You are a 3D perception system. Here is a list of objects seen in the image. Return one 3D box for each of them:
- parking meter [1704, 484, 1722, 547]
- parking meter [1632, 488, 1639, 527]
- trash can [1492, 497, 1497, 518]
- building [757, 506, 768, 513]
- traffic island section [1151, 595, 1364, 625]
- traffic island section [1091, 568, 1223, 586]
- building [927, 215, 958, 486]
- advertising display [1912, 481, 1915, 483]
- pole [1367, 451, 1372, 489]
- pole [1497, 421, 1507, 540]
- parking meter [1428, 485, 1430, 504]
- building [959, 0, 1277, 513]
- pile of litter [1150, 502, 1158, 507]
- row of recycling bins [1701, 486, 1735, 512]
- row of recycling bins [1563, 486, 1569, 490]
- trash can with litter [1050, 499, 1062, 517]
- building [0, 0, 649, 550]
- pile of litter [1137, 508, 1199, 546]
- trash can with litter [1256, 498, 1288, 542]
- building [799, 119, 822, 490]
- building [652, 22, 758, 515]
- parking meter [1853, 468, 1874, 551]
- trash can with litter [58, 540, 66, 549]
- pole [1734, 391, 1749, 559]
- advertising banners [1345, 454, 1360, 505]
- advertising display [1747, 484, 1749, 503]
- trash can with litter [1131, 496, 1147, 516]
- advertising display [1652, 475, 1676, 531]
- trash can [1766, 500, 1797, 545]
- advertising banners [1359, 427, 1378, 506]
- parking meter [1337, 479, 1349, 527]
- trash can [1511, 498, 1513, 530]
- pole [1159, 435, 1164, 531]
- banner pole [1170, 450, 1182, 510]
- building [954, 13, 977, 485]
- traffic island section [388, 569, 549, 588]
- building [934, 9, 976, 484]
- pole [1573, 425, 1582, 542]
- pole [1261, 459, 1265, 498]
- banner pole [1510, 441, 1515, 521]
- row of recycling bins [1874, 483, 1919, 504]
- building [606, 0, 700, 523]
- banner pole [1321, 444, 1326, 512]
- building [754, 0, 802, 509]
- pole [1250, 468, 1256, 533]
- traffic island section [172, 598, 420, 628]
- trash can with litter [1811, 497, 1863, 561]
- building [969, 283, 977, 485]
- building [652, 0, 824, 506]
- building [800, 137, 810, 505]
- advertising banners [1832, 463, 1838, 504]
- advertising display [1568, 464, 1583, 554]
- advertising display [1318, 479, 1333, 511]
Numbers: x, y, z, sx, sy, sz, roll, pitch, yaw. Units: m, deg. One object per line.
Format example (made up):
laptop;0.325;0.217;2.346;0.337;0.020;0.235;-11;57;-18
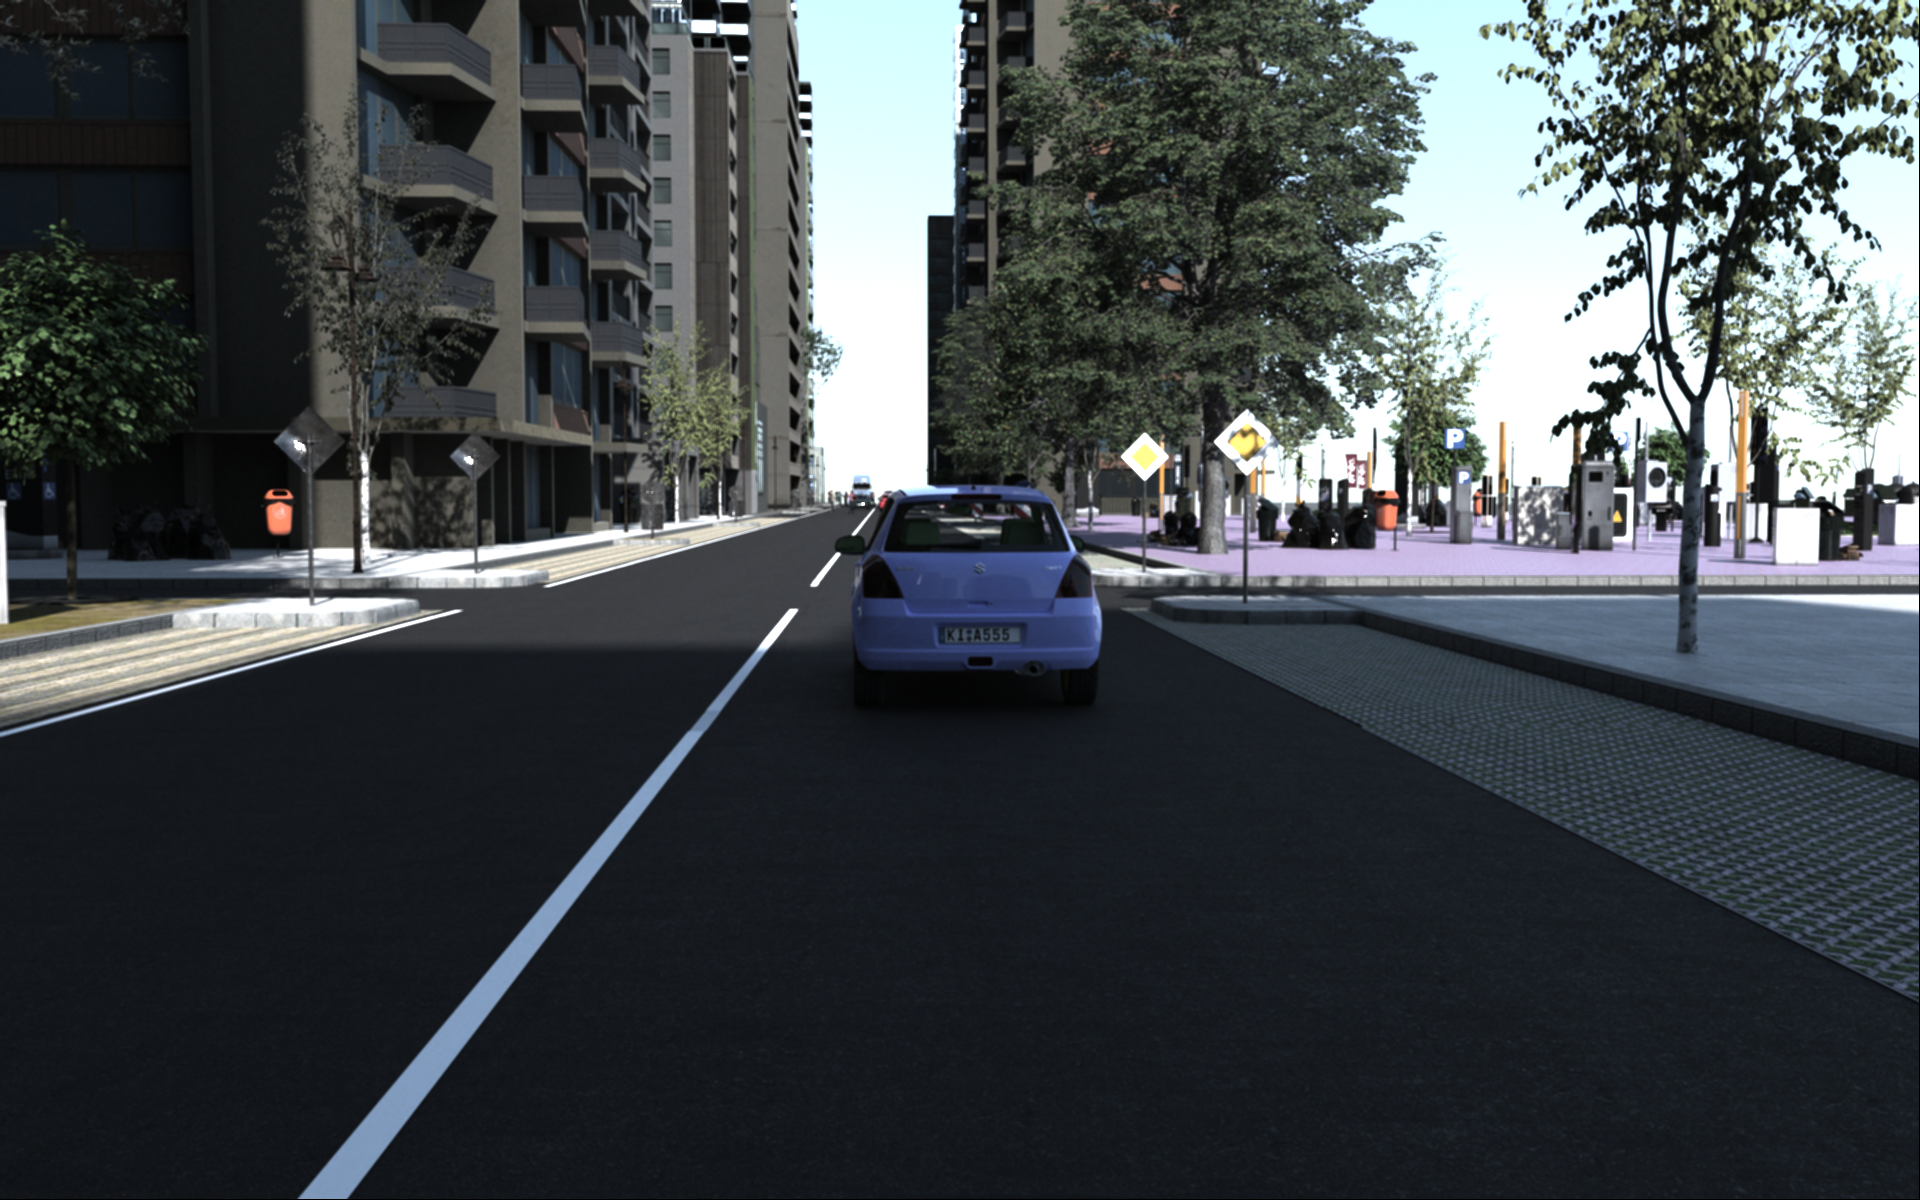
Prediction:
parking meter;18.412;-2.076;42.347;0.372;1.533;0.369;0;3;0
parking meter;26.315;-3.621;67.606;0.372;1.533;0.369;0;3;0
trash can;28.693;-5.020;93.738;0.748;1.137;0.748;0;3;0
building;-25.711;-50.064;131.224;22.319;86.520;31.000;0;4;-2
traffic island section;3.368;0.118;20.347;2.009;0.180;2.903;0;4;-2
traffic island section;3.028;-0.370;28.325;2.009;0.180;2.903;0;4;-2
building;2.153;-34.995;255.766;14.154;41.232;14.086;0;4;-2
advertising display;46.583;-4.912;85.527;0.123;1.923;0.974;-3;5;-43
pole;19.530;-5.433;82.676;0.158;3.312;0.155;0;3;0
pole;15.242;-3.355;48.690;0.158;3.312;0.155;0;3;0
parking meter;27.017;-5.710;99.072;0.399;1.863;0.255;-1;4;-16
building;11.229;-29.063;129.798;22.147;44.769;28.867;0;4;-2
pile of litter;10.395;-4.906;94.181;1.719;0.858;1.176;0;4;-3
row of recycling bins;39.653;-5.141;91.172;3.534;1.692;1.069;-1;4;-19
row of recycling bins;32.675;-5.061;89.868;1.069;1.692;3.534;-2;4;-28
trash can with litter;4.638;-4.510;85.118;1.055;1.170;0.624;1;4;18
building;-21.643;-24.284;51.675;22.147;44.769;28.867;0;4;-2
pile of litter;5.486;-1.800;43.391;1.719;0.858;1.176;-2;4;-35
trash can with litter;8.528;-2.168;46.838;0.624;1.170;1.055;-3;5;-39
building;-29.471;-36.371;214.277;23.786;49.044;30.456;0;4;-2
building;-20.551;-20.694;110.050;14.160;30.474;14.107;0;4;-2
parking meter;20.534;-2.058;39.365;0.399;1.863;0.255;-2;4;-29
trash can with litter;-19.668;-1.569;37.043;1.055;1.170;0.624;-2;4;-32
pole;15.468;-2.472;34.268;0.158;3.312;0.155;0;3;0
advertising banners;17.713;-4.821;75.009;2.074;3.025;0.090;1;4;9
advertising display;48.419;-6.137;105.551;0.974;1.923;0.123;2;4;31
trash can with litter;10.543;-5.508;101.444;1.055;1.170;0.624;0;4;-2
advertising display;24.215;-3.336;59.762;0.123;1.923;0.974;-2;4;-33
trash can;20.699;-1.959;43.687;0.748;1.137;0.748;0;3;0
advertising banners;10.898;-3.051;46.077;0.090;3.025;2.074;0;4;6
parking meter;14.540;-3.675;65.790;0.255;1.863;0.399;-2;4;-33
trash can;18.985;-2.867;58.521;0.748;1.137;0.748;0;3;0
pole;6.927;-4.017;59.528;0.158;3.312;0.155;0;3;0
banner pole;11.310;-6.182;91.091;0.863;3.779;0.401;-1;4;-18
building;10.033;-44.628;167.915;20.563;71.187;20.611;0;4;-2
traffic island section;-7.804;-0.342;27.870;2.009;0.180;2.903;0;4;-2
building;8.051;-56.235;232.113;22.319;86.520;31.000;0;4;-2
pole;15.509;-3.041;43.570;0.158;3.312;0.155;0;3;0
pole;17.143;-6.363;97.884;0.158;3.312;0.155;0;3;0
banner pole;26.130;-5.619;81.883;0.401;3.779;0.863;2;4;27
row of recycling bins;36.279;-3.629;66.445;1.069;1.692;3.534;-1;4;-17
building;-23.630;-39.464;83.492;20.563;71.187;20.611;0;4;-2
banner pole;18.021;-5.869;85.977;0.401;3.779;0.863;2;4;27
building;-25.838;-32.719;158.653;21.300;48.544;21.600;0;4;-2
pole;9.722;-3.888;57.407;0.158;3.312;0.155;0;3;0
traffic island section;-7.464;0.146;19.892;2.009;0.180;2.903;0;4;-2
trash can with litter;16.943;-1.357;33.579;1.055;1.170;0.624;-1;4;-22
building;7.669;-23.232;151.550;14.160;30.474;14.107;0;4;-2
building;-30.315;-56.950;243.796;22.319;86.520;31.000;0;4;-2
building;-24.158;-31.125;192.492;14.154;41.232;14.086;0;4;-2
advertising banners;47.244;-5.952;93.505;0.090;3.025;2.074;1;4;21
advertising display;13.407;-1.988;37.711;0.123;1.923;0.974;1;4;12
advertising display;15.389;-4.143;72.945;0.123;1.923;0.974;-1;4;-17
